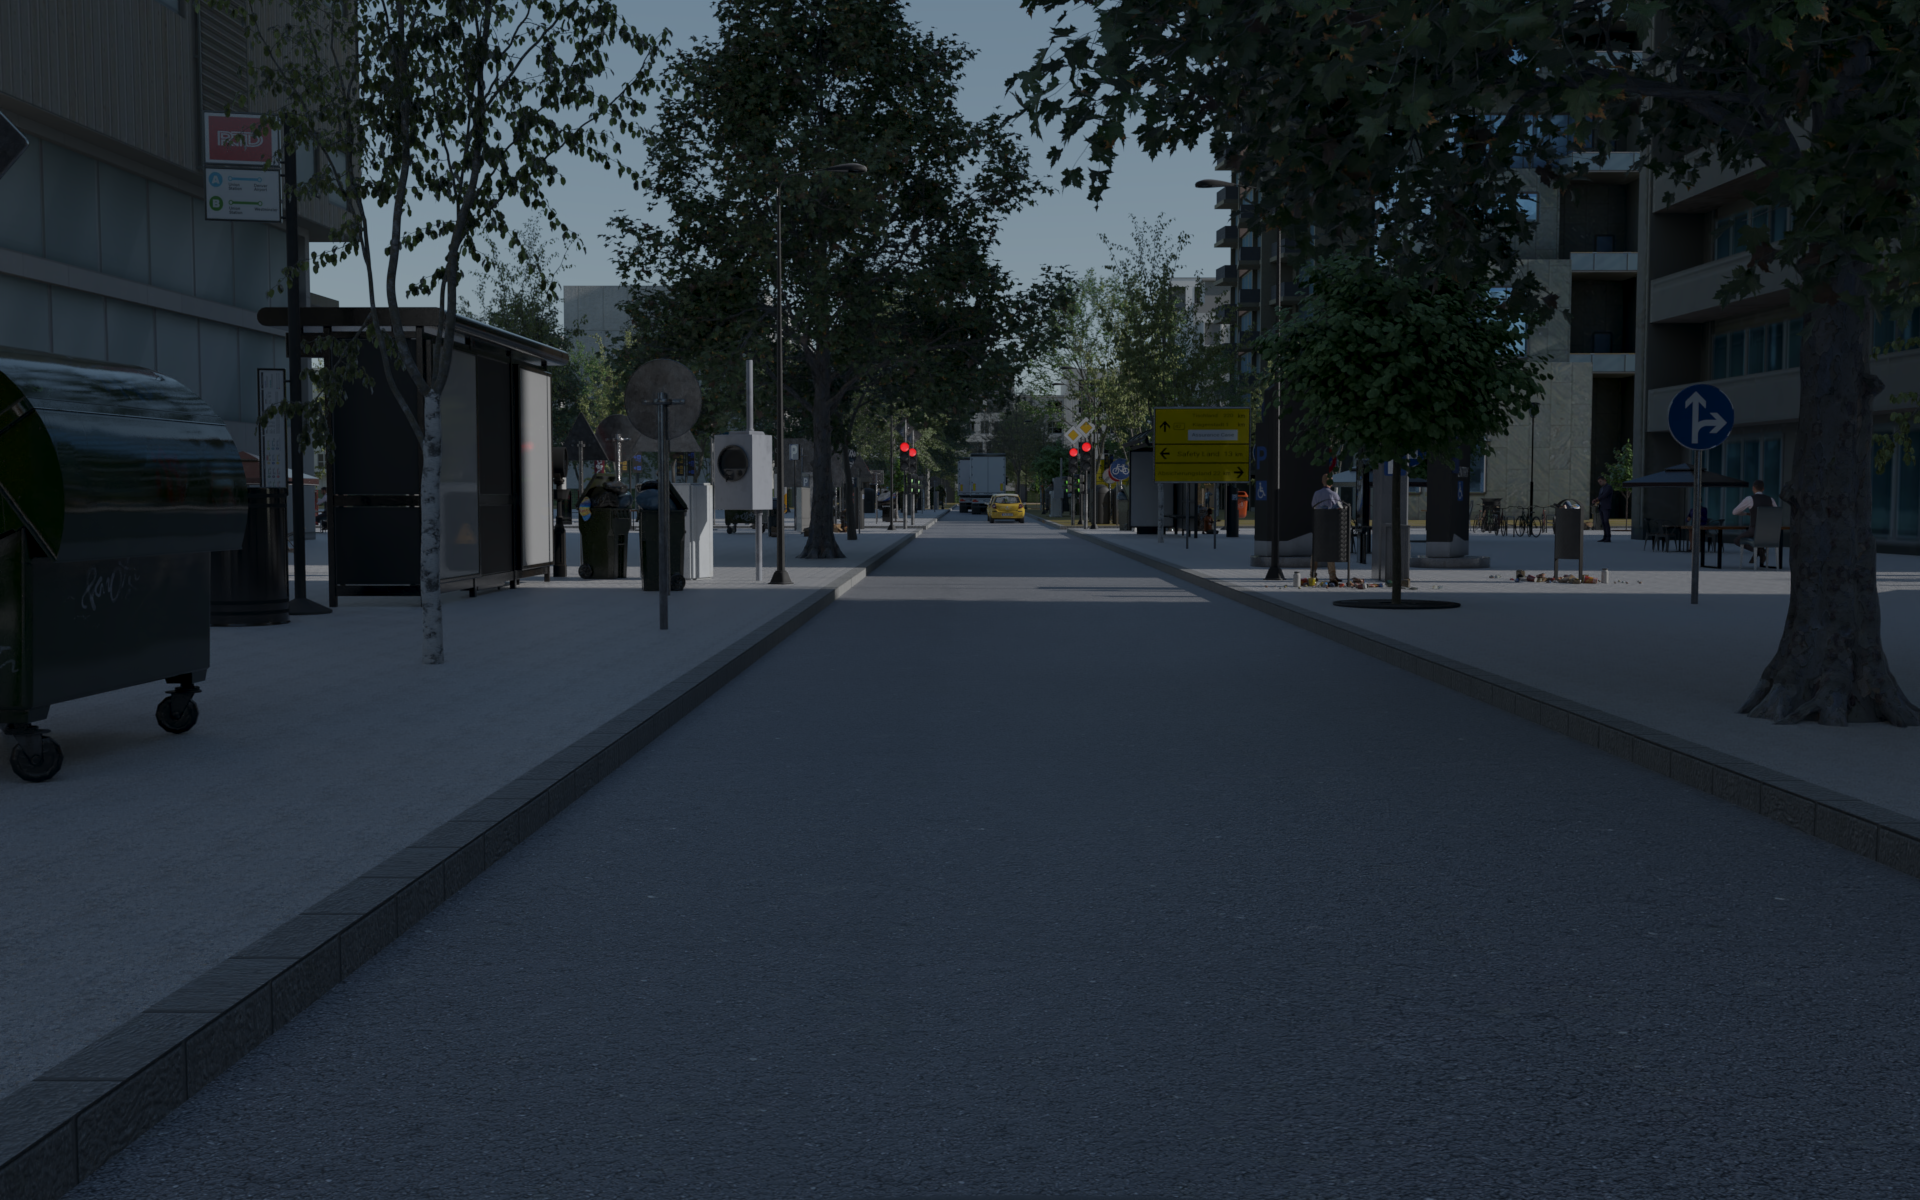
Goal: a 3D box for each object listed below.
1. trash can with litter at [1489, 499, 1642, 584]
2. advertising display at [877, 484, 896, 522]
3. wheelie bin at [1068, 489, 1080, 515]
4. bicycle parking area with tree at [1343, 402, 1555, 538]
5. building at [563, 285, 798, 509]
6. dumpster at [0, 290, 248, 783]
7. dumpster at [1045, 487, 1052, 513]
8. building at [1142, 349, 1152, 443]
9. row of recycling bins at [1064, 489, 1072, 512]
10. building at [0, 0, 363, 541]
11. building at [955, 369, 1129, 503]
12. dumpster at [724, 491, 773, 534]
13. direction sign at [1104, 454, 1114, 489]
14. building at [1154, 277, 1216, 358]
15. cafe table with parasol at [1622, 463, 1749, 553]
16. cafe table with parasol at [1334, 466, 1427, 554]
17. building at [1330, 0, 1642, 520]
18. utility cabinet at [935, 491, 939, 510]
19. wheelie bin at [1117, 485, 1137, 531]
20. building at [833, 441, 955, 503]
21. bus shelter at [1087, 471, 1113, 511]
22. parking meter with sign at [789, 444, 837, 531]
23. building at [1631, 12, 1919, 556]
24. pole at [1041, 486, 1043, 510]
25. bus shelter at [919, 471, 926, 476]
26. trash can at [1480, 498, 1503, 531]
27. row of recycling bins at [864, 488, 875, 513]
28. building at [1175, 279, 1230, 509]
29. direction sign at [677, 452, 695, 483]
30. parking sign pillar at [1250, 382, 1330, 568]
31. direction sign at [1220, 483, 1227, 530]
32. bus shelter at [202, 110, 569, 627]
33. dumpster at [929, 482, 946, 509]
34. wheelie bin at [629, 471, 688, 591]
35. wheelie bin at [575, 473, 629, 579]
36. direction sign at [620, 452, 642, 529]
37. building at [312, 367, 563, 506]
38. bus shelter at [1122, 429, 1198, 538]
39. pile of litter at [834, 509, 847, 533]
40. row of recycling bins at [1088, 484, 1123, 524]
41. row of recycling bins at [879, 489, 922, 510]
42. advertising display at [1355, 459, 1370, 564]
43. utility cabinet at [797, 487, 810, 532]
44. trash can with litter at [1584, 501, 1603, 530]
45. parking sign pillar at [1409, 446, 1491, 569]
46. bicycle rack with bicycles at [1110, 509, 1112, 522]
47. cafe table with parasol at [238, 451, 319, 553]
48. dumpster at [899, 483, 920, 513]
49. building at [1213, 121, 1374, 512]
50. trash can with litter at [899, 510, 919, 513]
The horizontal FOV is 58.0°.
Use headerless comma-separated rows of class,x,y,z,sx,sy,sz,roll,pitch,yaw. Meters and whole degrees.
trash can with litter,8.771,-0.884,25.504,1.678,1.210,2.233,-1,4,-23
advertising display,-3.432,-4.605,80.508,0.974,1.923,0.123,0,4,5
wheelie bin,6.964,-5.962,105.388,0.693,1.594,0.980,2,4,31
bicycle parking area with tree,15.309,-4.134,54.588,8.231,4.147,9.016,2,4,24
building,-25.071,-18.121,162.737,16.747,18.905,31.486,0,4,0
dumpster,-4.599,-0.362,8.415,1.502,2.255,1.985,0,4,1
dumpster,6.340,-6.802,116.965,1.264,1.857,1.865,0,4,0
building,28.997,-21.179,202.699,16.016,20.091,11.380,0,4,0
row of recycling bins,7.619,-7.425,128.503,1.069,1.692,3.534,-1,4,-11
building,-30.531,-27.348,36.372,27.495,52.752,28.713,0,4,0
building,15.072,-23.623,252.692,31.486,18.905,16.747,0,4,0
dumpster,-6.921,-3.280,56.119,1.502,2.255,1.985,0,4,1
direction sign,8.447,-6.506,98.364,0.379,3.537,0.876,3,5,40
building,33.729,-20.532,179.676,27.936,21.610,32.646,0,4,0
cafe table with parasol,16.052,-2.049,38.366,2.610,1.966,2.610,1,4,21
cafe table with parasol,8.860,-1.996,37.494,2.610,1.966,2.610,2,4,28
building,35.944,-47.750,93.390,31.000,86.520,22.319,0,4,0
utility cabinet,-1.953,-8.116,141.383,0.318,1.500,1.173,0,4,5
wheelie bin,5.912,-3.232,60.759,0.980,1.594,0.693,-2,4,-34
building,-16.951,-25.361,258.629,32.646,21.610,27.936,0,4,0
bus shelter,8.968,-7.195,111.560,2.014,3.302,5.546,0,4,0
parking meter with sign,-5.151,-3.967,61.118,1.738,3.016,0.543,-3,5,-41
building,29.578,-25.279,37.021,21.300,48.544,21.600,0,4,0
pole,6.700,-9.003,141.048,0.158,3.312,0.155,0,3,0
bus shelter,-3.845,-9.003,141.121,2.014,3.302,5.546,0,4,0
trash can,18.483,-2.972,60.248,0.748,1.137,0.748,0,3,0
row of recycling bins,-6.261,-6.754,117.541,1.069,1.692,3.534,0,4,-1
building,27.825,-18.433,157.793,16.016,20.091,11.380,0,4,0
direction sign,-11.799,-5.050,74.562,0.876,3.537,0.379,1,4,19
parking sign pillar,5.886,-2.581,30.671,1.447,3.967,1.447,-2,4,-24
direction sign,9.489,-4.271,61.828,0.876,3.537,0.379,3,4,38
bus shelter,-6.813,-2.647,20.911,2.179,5.291,8.768,0,4,0
dumpster,-1.904,-8.702,144.770,1.502,2.255,1.985,0,4,0
wheelie bin,-3.981,-0.926,23.049,0.693,1.594,0.980,-1,4,-14
wheelie bin,-5.375,-1.126,26.313,0.693,1.594,0.980,1,4,17
direction sign,-12.041,-4.357,63.238,0.876,3.537,0.379,-2,4,-28
building,-60.149,-20.375,199.588,31.486,18.905,16.747,0,4,0
bus shelter,6.139,-3.585,52.539,2.014,3.302,5.546,0,4,0
pile of litter,-4.064,-2.695,58.035,1.176,0.858,1.719,1,4,13
row of recycling bins,7.347,-4.074,73.716,3.534,1.692,1.069,0,4,1
row of recycling bins,-4.641,-7.934,136.836,3.534,1.692,1.069,0,3,0
advertising display,7.449,-1.643,32.080,0.123,1.923,0.974,0,4,6
utility cabinet,-5.236,-3.021,58.071,0.318,1.500,1.173,-1,4,-13
trash can with litter,22.445,-3.059,61.406,0.624,1.170,1.055,-3,5,-39
parking sign pillar,8.581,-2.563,30.370,1.447,3.967,1.447,2,4,31
bicycle rack with bicycles,8.415,-4.249,82.845,2.852,0.926,2.925,1,4,12
cafe table with parasol,-11.476,-1.401,27.776,2.610,1.966,2.610,-3,5,-41
dumpster,-3.517,-7.141,119.247,1.502,2.255,1.985,0,4,1
building,31.094,-29.137,131.019,22.147,44.769,28.867,0,4,0
trash can with litter,-3.381,-6.406,115.799,1.678,1.210,2.233,-3,4,-37
